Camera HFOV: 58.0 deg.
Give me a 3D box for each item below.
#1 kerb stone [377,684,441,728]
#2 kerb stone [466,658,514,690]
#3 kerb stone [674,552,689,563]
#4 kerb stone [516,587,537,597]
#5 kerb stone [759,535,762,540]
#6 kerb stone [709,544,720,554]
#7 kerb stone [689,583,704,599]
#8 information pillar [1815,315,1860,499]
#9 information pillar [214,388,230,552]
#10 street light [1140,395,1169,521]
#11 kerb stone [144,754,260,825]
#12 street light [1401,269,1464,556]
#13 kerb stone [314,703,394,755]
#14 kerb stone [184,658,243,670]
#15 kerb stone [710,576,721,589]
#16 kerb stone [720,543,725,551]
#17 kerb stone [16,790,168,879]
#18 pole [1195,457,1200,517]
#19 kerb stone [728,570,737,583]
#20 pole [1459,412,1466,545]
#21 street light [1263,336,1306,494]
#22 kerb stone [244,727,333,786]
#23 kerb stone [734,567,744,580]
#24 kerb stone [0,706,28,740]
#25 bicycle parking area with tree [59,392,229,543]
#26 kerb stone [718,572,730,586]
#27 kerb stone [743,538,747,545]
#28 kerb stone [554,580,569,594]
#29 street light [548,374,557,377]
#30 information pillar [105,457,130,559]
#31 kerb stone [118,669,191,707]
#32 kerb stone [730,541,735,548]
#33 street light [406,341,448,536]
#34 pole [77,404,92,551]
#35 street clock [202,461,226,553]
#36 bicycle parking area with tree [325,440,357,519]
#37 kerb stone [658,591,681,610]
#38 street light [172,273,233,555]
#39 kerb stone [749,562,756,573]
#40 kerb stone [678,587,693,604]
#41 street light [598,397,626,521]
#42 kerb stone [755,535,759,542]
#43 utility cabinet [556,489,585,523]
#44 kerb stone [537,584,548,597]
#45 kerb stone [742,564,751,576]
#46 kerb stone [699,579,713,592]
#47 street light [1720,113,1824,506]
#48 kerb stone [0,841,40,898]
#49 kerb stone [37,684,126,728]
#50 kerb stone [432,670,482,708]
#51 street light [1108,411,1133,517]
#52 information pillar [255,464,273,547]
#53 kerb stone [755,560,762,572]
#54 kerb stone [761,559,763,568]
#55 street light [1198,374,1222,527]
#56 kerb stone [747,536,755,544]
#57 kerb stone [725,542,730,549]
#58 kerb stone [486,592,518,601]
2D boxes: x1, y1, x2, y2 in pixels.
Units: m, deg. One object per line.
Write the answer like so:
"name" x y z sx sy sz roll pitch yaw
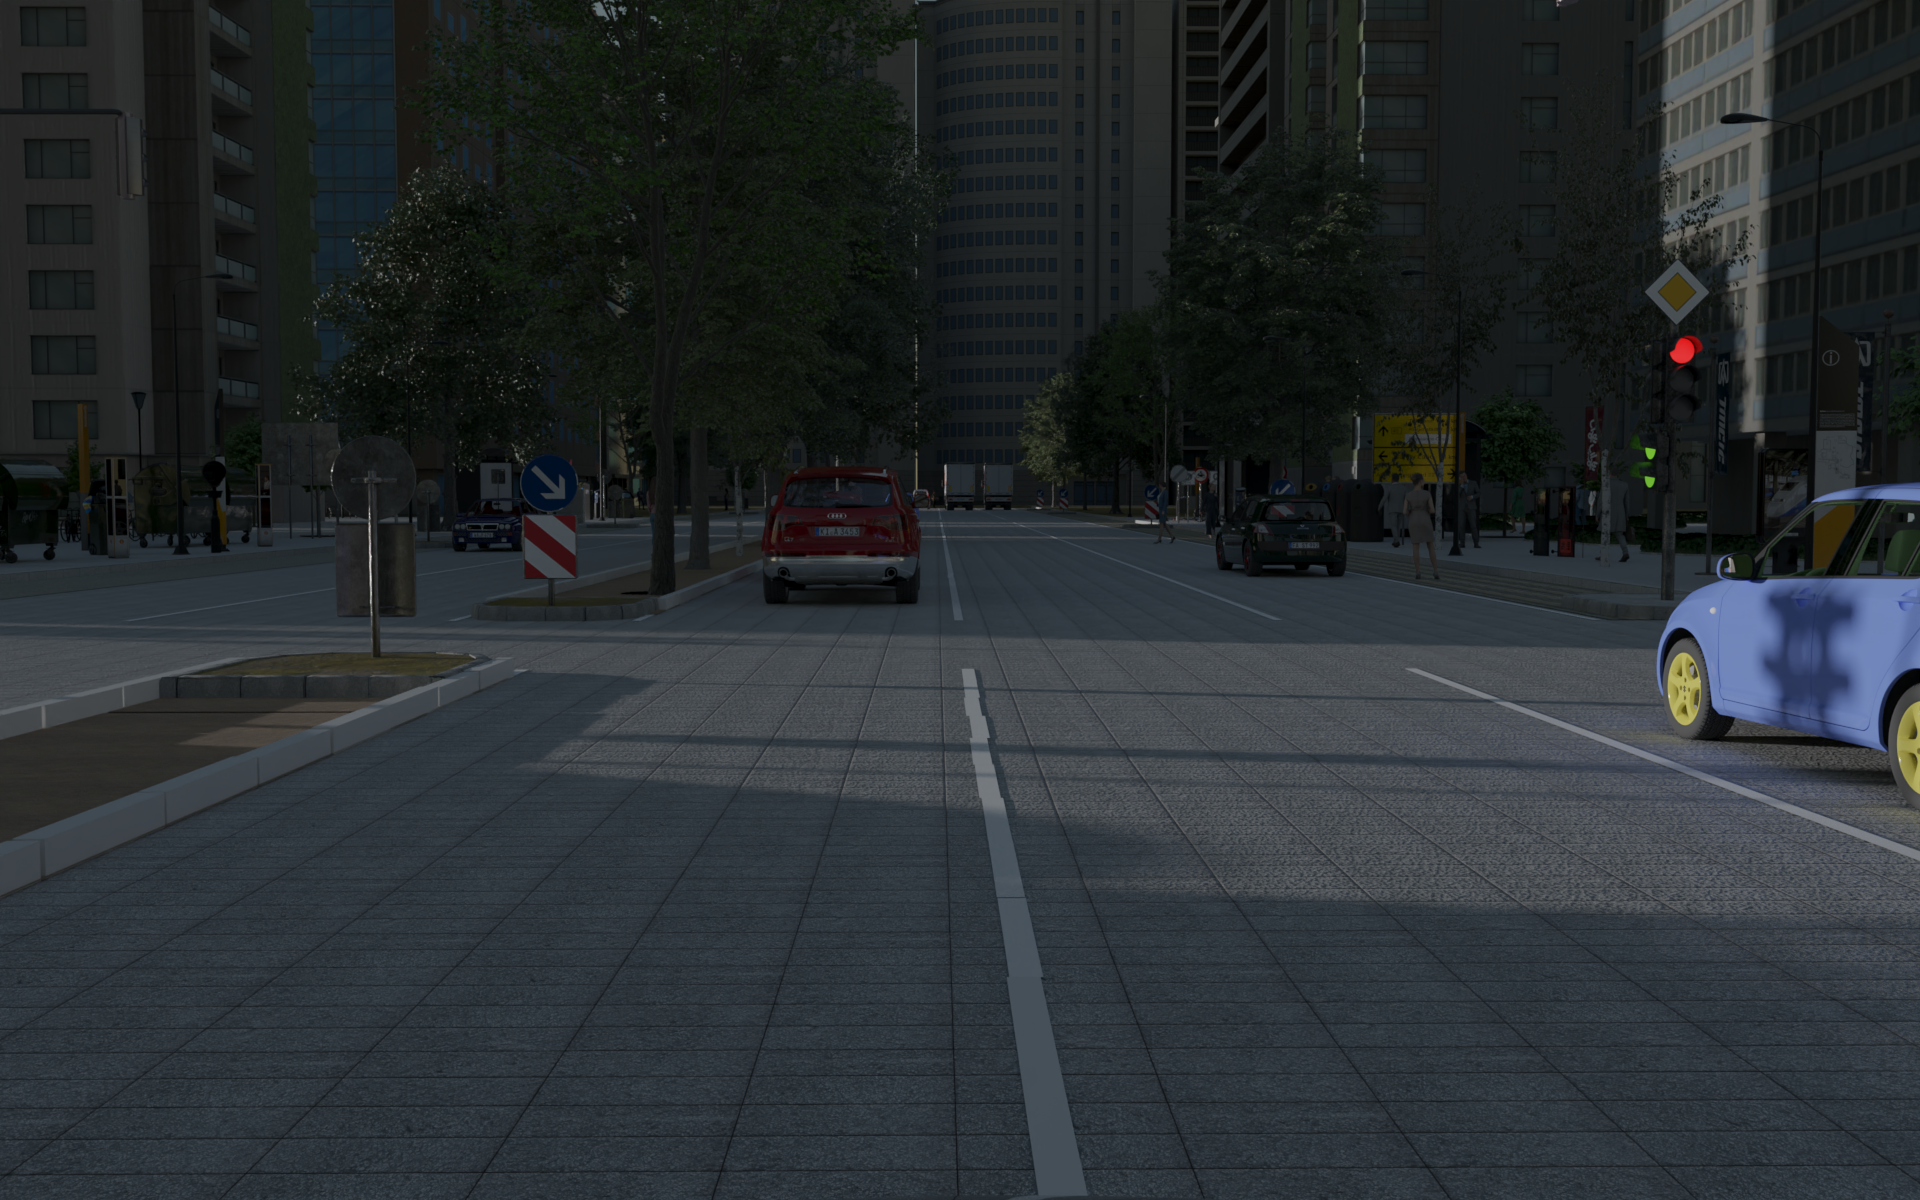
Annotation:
"kerb stone" -3.530 0.682 11.038 0.120 0.150 1.000 0 4 -1
"kerb stone" -3.555 0.557 13.095 0.120 0.150 1.000 0 4 -1
"kerb stone" -5.983 -0.913 37.166 0.120 0.150 1.000 0 4 -1
"kerb stone" -5.786 -0.038 22.826 0.120 0.150 1.000 0 4 -1
"kerb stone" -6.199 -1.858 52.576 0.120 0.150 1.000 0 4 -1
"kerb stone" -6.059 -1.231 42.324 0.120 0.150 1.000 0 4 -1
"kerb stone" -3.697 -0.103 23.874 0.120 0.150 1.000 0 4 -1
"information pillar" 11.465 -1.918 22.707 0.504 3.616 0.183 1 4 18
"information pillar" -16.489 -2.891 38.620 0.183 3.616 0.504 -3 4 -36
"street light" 9.130 -6.654 81.337 1.470 5.913 1.316 0 4 -1
"kerb stone" -3.489 0.870 7.968 0.120 0.150 1.000 0 4 -1
"street light" 9.797 -3.878 35.945 1.470 5.913 1.316 0 4 -1
"kerb stone" -3.509 0.745 10.014 0.120 0.150 1.000 0 4 -1
"kerb stone" -5.653 0.558 13.079 0.120 0.150 1.000 0 4 -1
"kerb stone" -3.737 -0.226 25.927 0.120 0.150 1.000 0 4 -1
"kerb stone" -6.071 -1.294 43.350 0.120 0.150 1.000 0 4 -1
"kerb stone" -3.472 0.933 6.946 0.120 0.150 1.000 0 4 -1
"pole" 13.196 -6.262 96.234 0.158 3.312 0.155 0 3 0
"kerb stone" -3.758 -0.350 27.982 0.120 0.150 1.000 0 4 -1
"pole" 12.464 -3.010 43.063 0.158 3.312 0.155 0 3 0
"street light" 9.606 -4.805 51.098 1.470 5.913 1.316 0 4 -1
"kerb stone" -3.503 0.814 8.992 0.120 0.150 1.000 0 4 -1
"kerb stone" -3.772 -0.416 29.004 0.120 0.150 1.000 0 4 -1
"kerb stone" -5.617 0.746 9.996 0.120 0.150 1.000 0 4 -1
"bicycle parking area with tree" -25.636 -3.760 48.478 8.231 4.147 9.016 1 4 13
"kerb stone" -3.747 -0.291 26.956 0.120 0.150 1.000 0 4 -1
"kerb stone" -6.141 -1.607 48.468 0.120 0.150 1.000 0 4 -1
"kerb stone" -5.819 -0.163 24.872 0.120 0.150 1.000 0 4 -1
"street light" -16.298 -5.790 67.205 1.470 5.913 1.316 0 4 -1
"information pillar" -16.803 -1.837 34.535 0.304 2.012 0.304 3 5 39
"kerb stone" -5.642 0.620 12.052 0.120 0.150 1.000 0 4 -1
"kerb stone" -6.096 -1.419 45.401 0.120 0.150 1.000 0 4 -1
"street light" -16.175 -4.893 52.545 1.470 5.913 1.316 0 4 -1
"pole" -19.831 -2.777 39.239 0.158 3.312 0.155 0 3 0
"street clock" -16.216 -2.026 37.693 0.471 2.002 0.358 -2 4 -30
"bicycle parking area with tree" -35.323 -6.394 91.546 8.231 4.147 9.016 0 4 3
"kerb stone" -3.681 0.023 21.827 0.120 0.150 1.000 0 4 -1
"street light" -15.967 -3.914 36.529 1.470 5.913 1.316 0 4 -1
"kerb stone" -3.809 -0.542 31.051 0.120 0.150 1.000 0 4 -1
"kerb stone" -3.686 -0.040 22.851 0.120 0.150 1.000 0 4 -1
"street light" -16.593 -6.736 82.676 1.470 5.913 1.316 0 4 -1
"kerb stone" -6.182 -1.792 51.550 0.120 0.150 1.000 0 4 -1
"utility cabinet" -16.890 -4.061 75.075 1.173 1.500 0.318 0 4 3
"kerb stone" -5.799 -0.101 23.850 0.120 0.150 1.000 0 4 -1
"kerb stone" -3.788 -0.479 30.026 0.120 0.150 1.000 0 4 -1
"kerb stone" -3.719 -0.165 24.896 0.120 0.150 1.000 0 4 -1
"street light" 9.965 -2.981 21.285 1.470 5.913 1.316 0 4 -1
"kerb stone" -3.457 0.996 5.910 0.120 0.150 1.000 0 4 -1
"kerb stone" -5.624 0.683 11.023 0.120 0.150 1.000 0 4 -1
"kerb stone" -3.545 0.628 12.073 0.120 0.150 1.000 0 4 -1
"street light" 8.897 -7.551 95.995 1.470 5.913 1.316 0 4 -1
"information pillar" -16.953 -2.306 42.189 0.304 2.012 0.304 -2 4 -34
"kerb stone" -3.818 -0.600 32.074 0.120 0.150 1.000 0 4 -1
"kerb stone" -3.835 -0.667 33.096 0.120 0.150 1.000 0 4 -1
"street light" 9.414 -5.758 66.679 1.470 5.913 1.316 0 4 -1
"kerb stone" -6.175 -1.733 50.528 0.120 0.150 1.000 0 4 -1
"kerb stone" -6.086 -1.357 44.378 0.120 0.150 1.000 0 4 -1
"kerb stone" -5.778 0.024 21.800 0.120 0.150 1.000 0 4 -1
